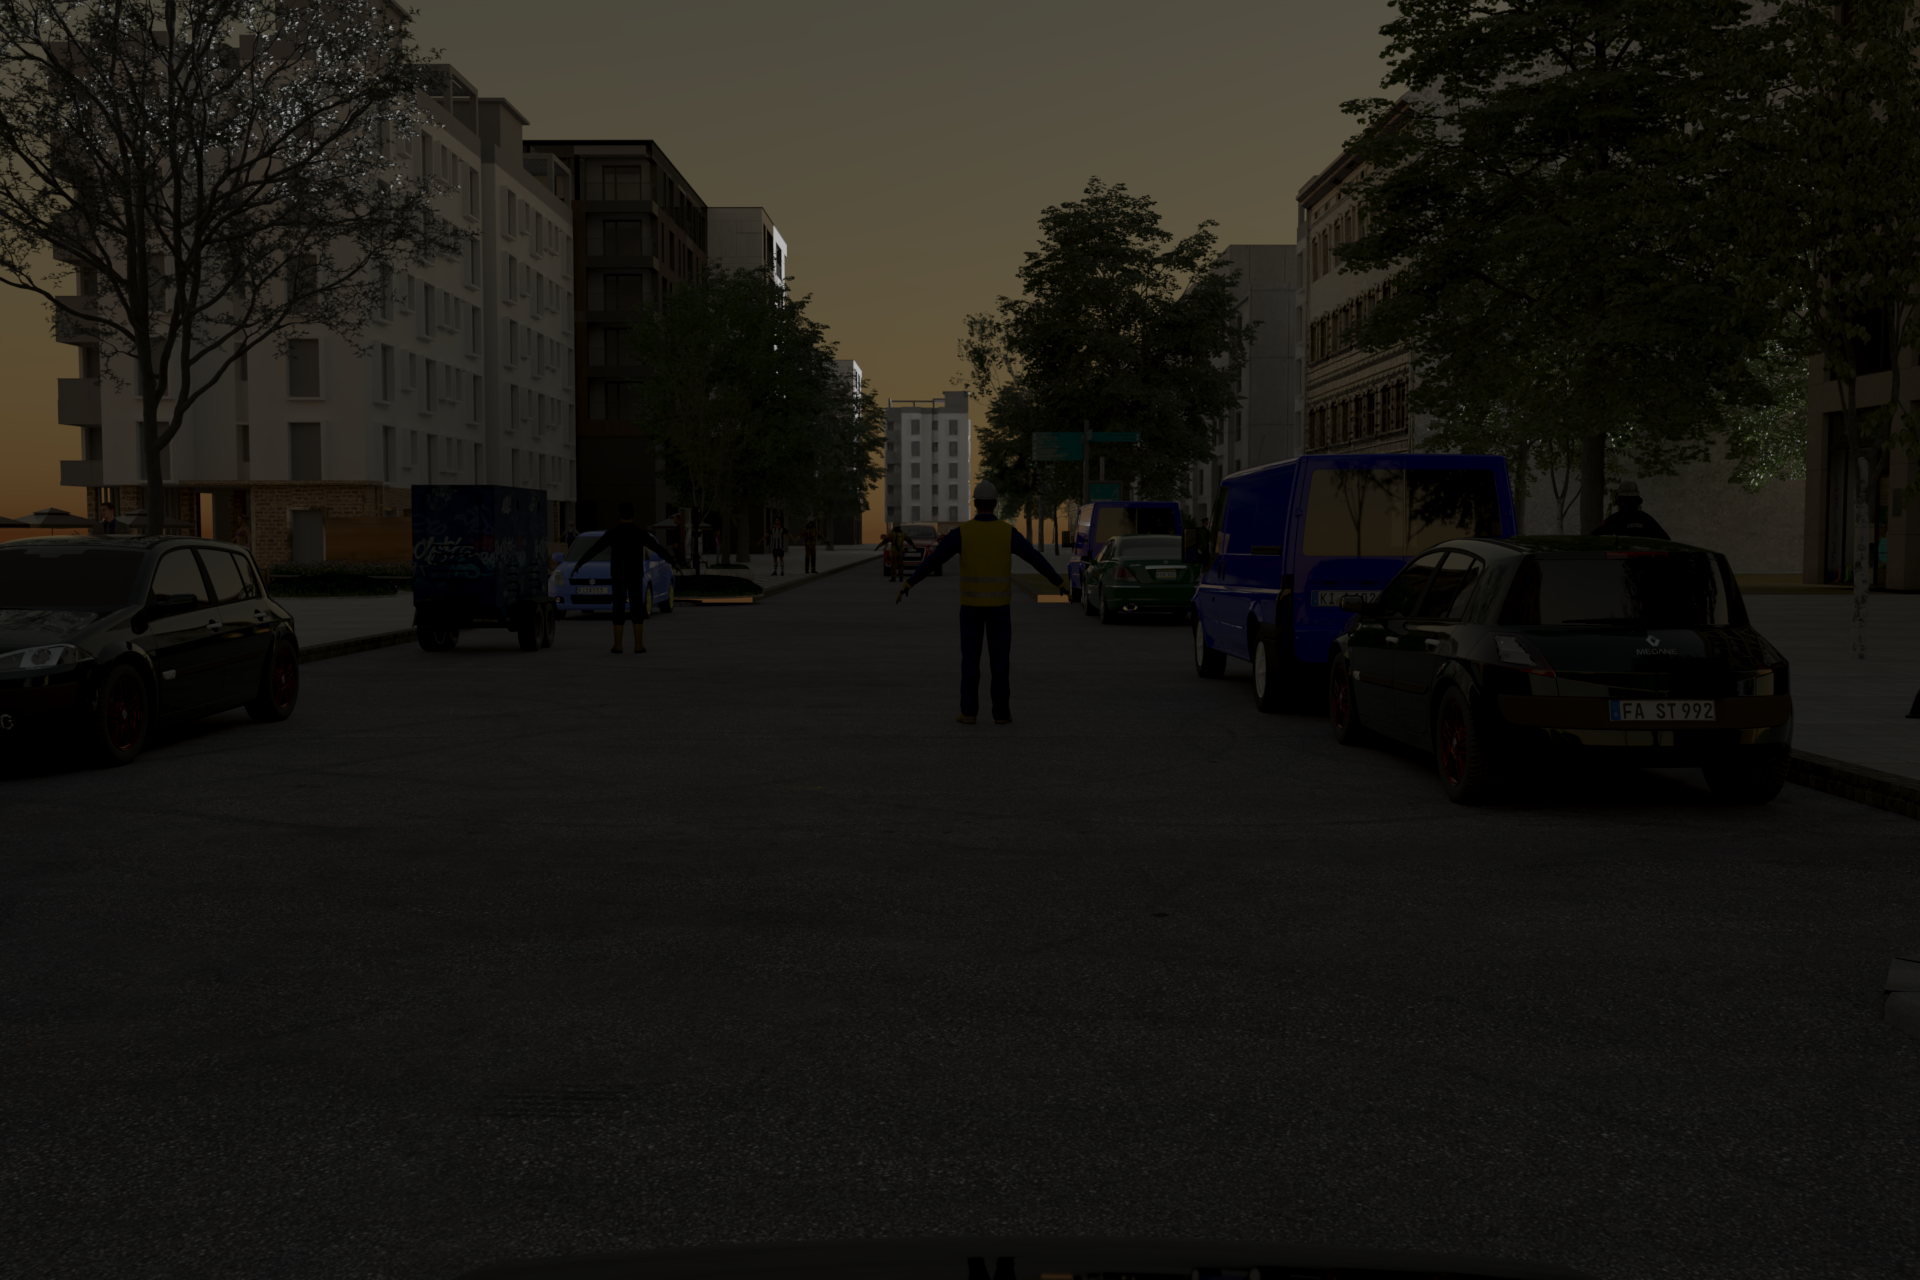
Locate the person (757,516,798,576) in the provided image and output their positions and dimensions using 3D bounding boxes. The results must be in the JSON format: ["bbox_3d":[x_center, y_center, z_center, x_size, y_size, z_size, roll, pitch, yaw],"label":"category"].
[{"bbox_3d":[-5.591,-2.879,53.212,1.345,1.843,0.704,1,4,16],"label":"person"}]

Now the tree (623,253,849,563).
[{"bbox_3d":[-9.903,-10.469,77.823,9.857,13.997,8.962,0,3,0],"label":"tree"}]

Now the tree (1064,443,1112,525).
[{"bbox_3d":[5.915,-8.176,84.045,4.360,8.622,3.978,0,3,0],"label":"tree"}]

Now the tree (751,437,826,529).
[{"bbox_3d":[-9.067,-8.314,86.304,4.737,8.622,4.395,0,3,0],"label":"tree"}]

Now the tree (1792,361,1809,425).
[{"bbox_3d":[25.189,-5.883,46.549,4.360,8.622,3.978,0,3,0],"label":"tree"}]

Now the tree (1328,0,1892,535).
[{"bbox_3d":[9.181,-6.540,25.063,7.486,12.596,7.792,0,3,0],"label":"tree"}]

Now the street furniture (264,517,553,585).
[{"bbox_3d":[-15.233,-2.420,46.420,9.812,1.723,11.010,2,4,23],"label":"street furniture"}]

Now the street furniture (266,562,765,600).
[{"bbox_3d":[-9.039,-1.281,36.577,10.072,0.657,5.734,0,4,2],"label":"street furniture"}]

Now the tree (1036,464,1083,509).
[{"bbox_3d":[6.285,-8.577,90.600,4.737,8.622,4.395,0,3,0],"label":"tree"}]

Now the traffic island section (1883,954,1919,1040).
[{"bbox_3d":[3.708,1.111,4.702,1.991,0.108,1.994,0,4,0],"label":"traffic island section"}]

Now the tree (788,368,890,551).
[{"bbox_3d":[-10.057,-13.785,132.041,9.857,13.997,8.962,0,3,0],"label":"tree"}]

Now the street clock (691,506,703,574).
[{"bbox_3d":[-6.850,-2.470,44.956,0.358,2.002,0.471,0,4,1],"label":"street clock"}]

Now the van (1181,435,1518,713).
[{"bbox_3d":[3.320,-0.682,15.542,2.240,2.365,5.245,0,4,-2],"label":"van"}]

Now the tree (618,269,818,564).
[{"bbox_3d":[-9.513,-8.777,69.265,9.928,11.665,9.643,0,3,0],"label":"tree"}]

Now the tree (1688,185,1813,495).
[{"bbox_3d":[26.789,-8.339,54.471,7.486,12.596,7.792,0,3,0],"label":"tree"}]

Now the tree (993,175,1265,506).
[{"bbox_3d":[5.883,-9.473,61.545,9.857,13.997,8.962,0,3,0],"label":"tree"}]

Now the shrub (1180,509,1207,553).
[{"bbox_3d":[6.560,-2.909,51.606,1.661,2.075,1.752,0,3,0],"label":"shrub"}]

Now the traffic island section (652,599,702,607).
[{"bbox_3d":[-6.236,-0.729,34.785,1.991,0.108,1.994,0,4,-1],"label":"traffic island section"}]

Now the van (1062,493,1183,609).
[{"bbox_3d":[3.256,-1.849,34.607,2.240,2.365,5.245,0,4,-1],"label":"van"}]

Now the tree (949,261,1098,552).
[{"bbox_3d":[5.460,-16.091,118.973,12.611,20.169,13.585,0,3,0],"label":"tree"}]

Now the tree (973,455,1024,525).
[{"bbox_3d":[5.386,-19.300,233.687,7.486,12.596,7.792,0,3,0],"label":"tree"}]

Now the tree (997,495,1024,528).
[{"bbox_3d":[6.914,-16.937,227.275,4.737,8.622,4.395,0,3,0],"label":"tree"}]

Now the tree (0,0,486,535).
[{"bbox_3d":[-12.275,-7.093,26.343,12.009,13.543,11.850,0,3,0],"label":"tree"}]

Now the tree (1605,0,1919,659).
[{"bbox_3d":[9.022,-4.104,17.462,4.737,8.622,4.395,0,3,0],"label":"tree"}]

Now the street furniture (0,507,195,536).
[{"bbox_3d":[-27.733,-2.273,42.198,14.083,1.986,27.439,0,4,-1],"label":"street furniture"}]

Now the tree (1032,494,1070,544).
[{"bbox_3d":[12.894,-18.286,233.390,7.601,10.594,8.767,0,4,5],"label":"tree"}]

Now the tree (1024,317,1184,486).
[{"bbox_3d":[6.228,-8.504,73.454,8.767,10.594,7.601,2,4,31],"label":"tree"}]

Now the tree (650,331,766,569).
[{"bbox_3d":[-9.563,-6.900,63.174,4.360,8.622,3.978,0,3,0],"label":"tree"}]

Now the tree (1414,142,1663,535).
[{"bbox_3d":[16.415,-8.034,49.480,7.486,12.596,7.792,0,3,0],"label":"tree"}]

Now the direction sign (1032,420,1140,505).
[{"bbox_3d":[2.964,-3.133,39.986,2.525,3.948,1.411,0,4,-1],"label":"direction sign"}]

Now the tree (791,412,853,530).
[{"bbox_3d":[-9.232,-9.354,103.293,4.360,8.622,3.978,0,3,0],"label":"tree"}]

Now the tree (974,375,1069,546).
[{"bbox_3d":[5.548,-14.113,137.397,9.857,13.997,8.962,0,3,0],"label":"tree"}]

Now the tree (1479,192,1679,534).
[{"bbox_3d":[13.078,-5.317,37.288,4.737,8.622,4.395,0,3,0],"label":"tree"}]

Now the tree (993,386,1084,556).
[{"bbox_3d":[5.449,-10.294,102.718,7.601,10.594,8.767,-1,4,-14],"label":"tree"}]
